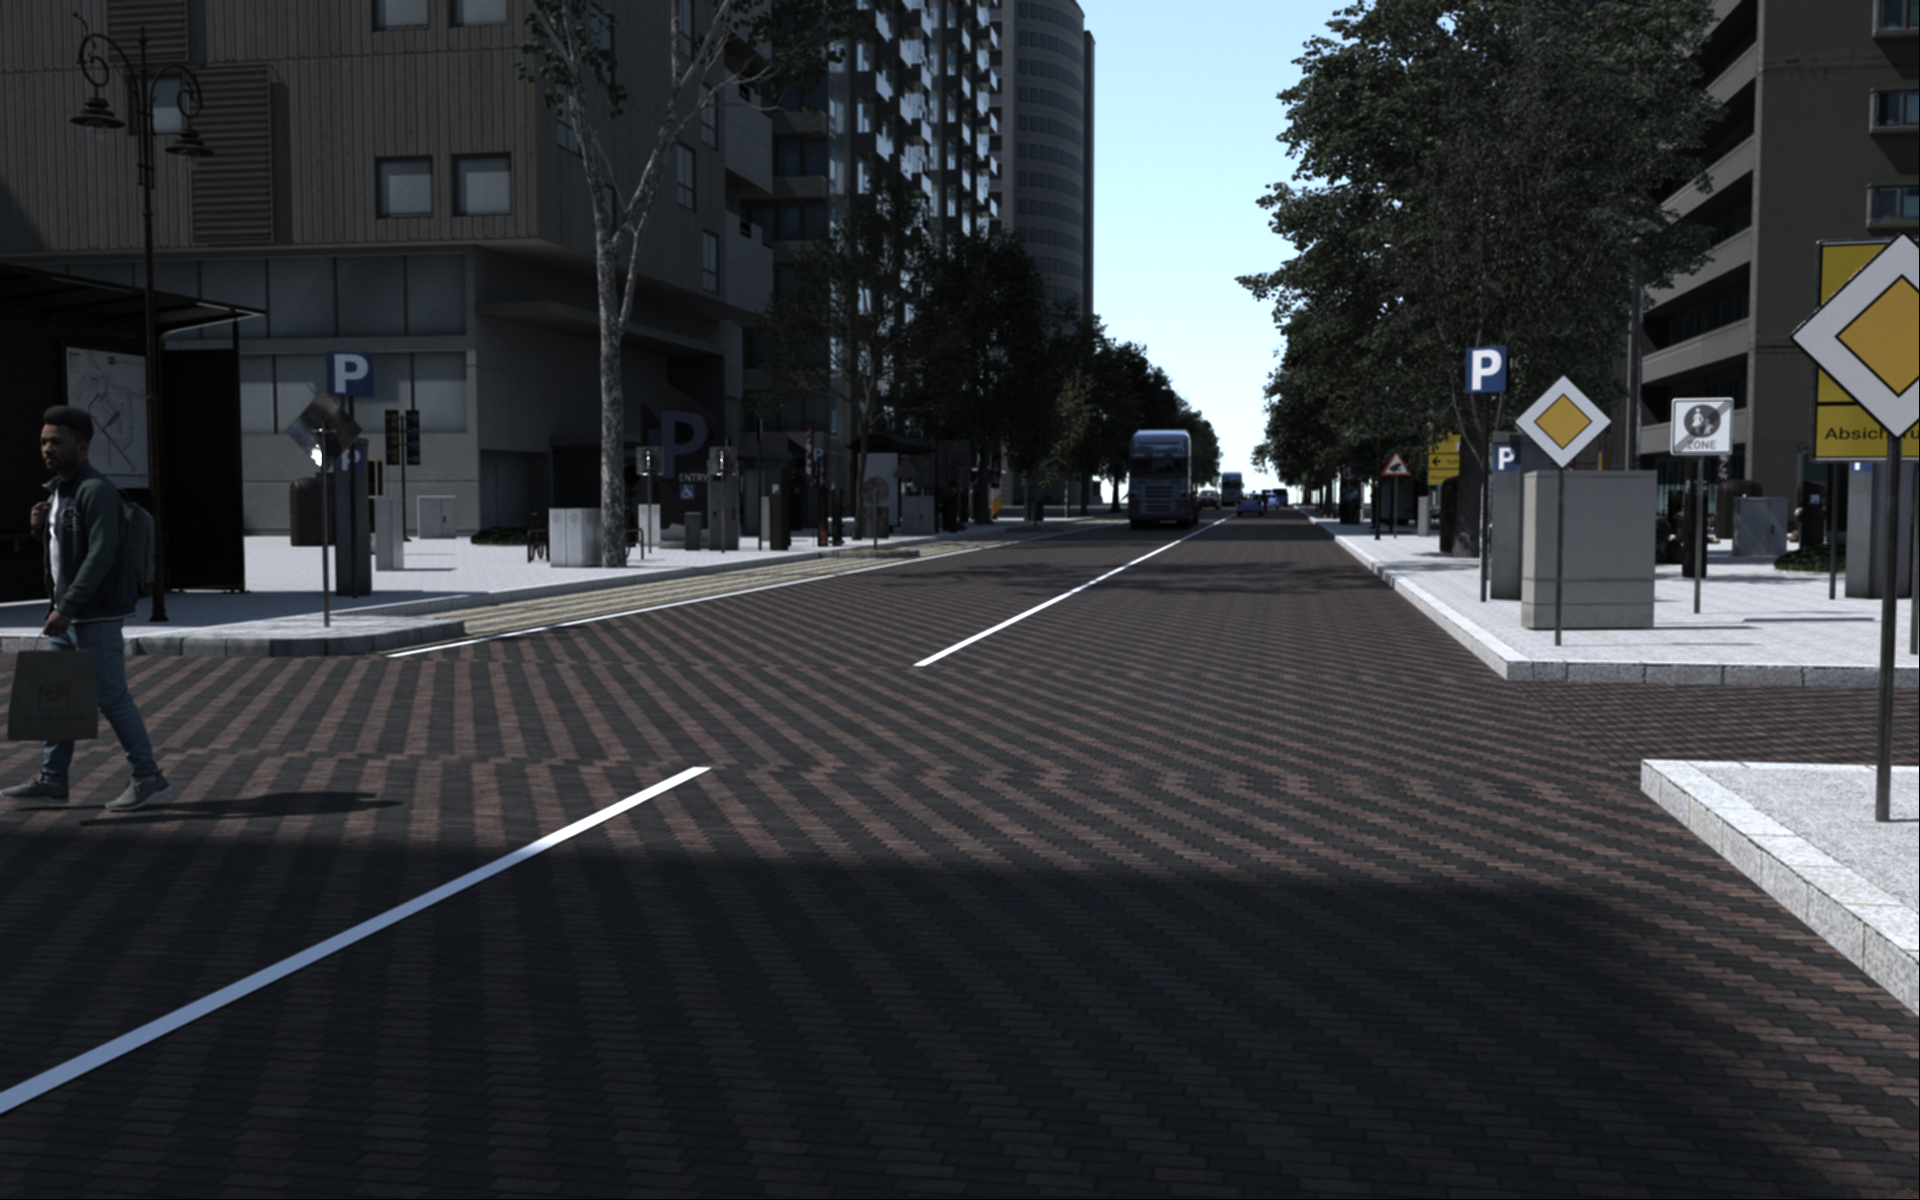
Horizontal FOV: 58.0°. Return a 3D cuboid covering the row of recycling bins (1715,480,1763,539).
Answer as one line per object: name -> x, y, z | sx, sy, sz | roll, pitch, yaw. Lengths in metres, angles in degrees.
row of recycling bins -> 22.752, -2.662, 50.643 | 1.069, 1.692, 3.534 | 2, 4, 32

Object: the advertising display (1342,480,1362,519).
advertising display -> 17.508, -4.419, 77.466 | 0.123, 1.923, 0.974 | -3, 5, -42

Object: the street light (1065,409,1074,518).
street light -> 5.808, -7.322, 92.510 | 0.468, 5.910, 1.993 | 1, 4, 10

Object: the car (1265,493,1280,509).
car -> 29.028, -9.346, 162.403 | 1.945, 1.707, 3.694 | 1, 4, 10

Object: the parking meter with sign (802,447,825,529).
parking meter with sign -> -5.605, -4.199, 64.917 | 0.543, 3.016, 1.738 | -2, 4, -24

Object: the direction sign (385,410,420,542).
direction sign -> -15.015, -3.347, 46.717 | 0.876, 3.537, 0.379 | -1, 4, -10

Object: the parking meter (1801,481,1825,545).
parking meter -> 16.106, -1.486, 32.706 | 0.372, 1.533, 0.369 | 0, 3, 0

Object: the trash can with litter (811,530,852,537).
trash can with litter -> -3.706, -2.549, 52.733 | 1.678, 1.210, 2.233 | -1, 4, -9

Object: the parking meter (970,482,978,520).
parking meter -> 0.682, -4.876, 85.441 | 0.255, 1.863, 0.399 | -2, 4, -27

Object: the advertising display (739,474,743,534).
advertising display -> -6.761, -3.064, 55.306 | 0.123, 1.923, 0.974 | -2, 4, -34

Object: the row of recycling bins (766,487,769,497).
row of recycling bins -> -11.164, -5.221, 92.483 | 1.069, 1.692, 3.534 | 1, 4, 20

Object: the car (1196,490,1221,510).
car -> 23.129, -9.313, 160.941 | 2.281, 1.827, 5.304 | 1, 4, 12

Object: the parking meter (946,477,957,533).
parking meter -> -0.225, -3.161, 57.395 | 0.255, 1.863, 0.399 | 0, 4, 3

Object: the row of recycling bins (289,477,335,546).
row of recycling bins -> -16.423, -2.260, 44.062 | 1.069, 1.692, 3.534 | -1, 4, -16

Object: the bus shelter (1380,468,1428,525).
bus shelter -> 17.692, -4.599, 69.113 | 2.014, 3.302, 5.546 | 1, 4, 10

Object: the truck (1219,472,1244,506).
truck -> 33.690, -13.648, 212.902 | 2.967, 4.110, 18.799 | 1, 4, 11

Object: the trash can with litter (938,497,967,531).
trash can with litter -> -0.267, -3.011, 60.613 | 0.624, 1.170, 1.055 | 3, 5, 42

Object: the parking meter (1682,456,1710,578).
parking meter -> 11.250, -1.270, 26.481 | 0.255, 1.863, 0.399 | 0, 4, 3

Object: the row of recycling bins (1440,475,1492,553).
row of recycling bins -> 11.961, -1.962, 39.196 | 3.534, 1.692, 1.069 | -3, 5, -44

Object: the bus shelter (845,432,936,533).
bus shelter -> -2.259, -3.976, 58.938 | 2.014, 3.302, 5.546 | 1, 4, 11

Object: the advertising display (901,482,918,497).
advertising display -> -2.700, -5.298, 91.829 | 0.974, 1.923, 0.123 | -1, 4, -18

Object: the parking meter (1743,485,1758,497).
parking meter -> 21.863, -2.418, 47.943 | 0.372, 1.533, 0.369 | 0, 3, 0

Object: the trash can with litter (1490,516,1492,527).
trash can with litter -> 7.758, -0.809, 24.615 | 0.624, 1.170, 1.055 | 0, 4, 7

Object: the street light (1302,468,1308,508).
street light -> 32.613, -11.612, 162.638 | 0.468, 5.910, 1.993 | 1, 4, 10

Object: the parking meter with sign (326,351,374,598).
parking meter with sign -> -7.720, -1.576, 22.030 | 0.543, 3.016, 1.738 | -1, 4, -19

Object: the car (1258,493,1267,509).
car -> 29.925, -10.015, 173.342 | 1.945, 1.707, 3.694 | 1, 4, 10

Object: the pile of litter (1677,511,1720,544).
pile of litter -> 19.136, -1.914, 45.266 | 1.176, 0.858, 1.719 | 0, 4, 1

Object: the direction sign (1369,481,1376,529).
direction sign -> 15.324, -4.401, 63.949 | 0.379, 3.537, 0.876 | 0, 4, 7

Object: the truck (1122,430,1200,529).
truck -> 9.380, -5.411, 78.233 | 2.967, 4.110, 18.799 | 1, 4, 9

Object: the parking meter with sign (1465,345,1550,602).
parking meter with sign -> 6.860, -1.518, 21.084 | 1.738, 3.016, 0.543 | -3, 5, -41

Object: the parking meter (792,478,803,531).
parking meter -> -5.715, -3.349, 60.465 | 0.399, 1.863, 0.255 | -2, 4, -28

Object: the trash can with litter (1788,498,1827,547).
trash can with litter -> 19.845, -1.785, 40.572 | 0.624, 1.170, 1.055 | 1, 4, 22

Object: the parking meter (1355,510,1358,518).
parking meter -> 19.873, -4.803, 86.941 | 0.372, 1.533, 0.369 | 0, 3, 0

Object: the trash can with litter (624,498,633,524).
trash can with litter -> -10.111, -2.393, 50.519 | 1.055, 1.170, 0.624 | -3, 5, -44

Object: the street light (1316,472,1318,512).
street light -> 25.357, -9.187, 122.991 | 0.468, 5.910, 1.993 | 1, 4, 10

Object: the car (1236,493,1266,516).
car -> 19.298, -6.450, 115.050 | 1.945, 1.707, 3.694 | 1, 4, 12

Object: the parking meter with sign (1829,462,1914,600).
parking meter with sign -> 11.363, -1.532, 21.317 | 1.738, 3.016, 0.543 | -2, 4, -24

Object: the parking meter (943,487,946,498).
parking meter -> -0.816, -4.696, 82.487 | 0.399, 1.863, 0.255 | 2, 4, 34

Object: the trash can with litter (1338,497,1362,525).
trash can with litter -> 16.493, -3.774, 73.093 | 0.624, 1.170, 1.055 | -3, 4, -39

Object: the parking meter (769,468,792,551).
parking meter -> -4.114, -2.053, 39.275 | 0.399, 1.863, 0.255 | 2, 4, 31

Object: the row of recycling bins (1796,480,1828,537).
row of recycling bins -> 26.347, -2.825, 53.302 | 1.069, 1.692, 3.534 | 1, 4, 20

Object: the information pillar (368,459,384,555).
information pillar -> -12.412, -1.969, 36.690 | 0.304, 2.012, 0.304 | 0, 4, 8

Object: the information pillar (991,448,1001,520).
information pillar -> 1.806, -5.831, 86.688 | 0.504, 3.616, 0.183 | -1, 4, -12

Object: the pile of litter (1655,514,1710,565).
pile of litter -> 12.581, -1.091, 31.797 | 1.719, 0.858, 1.176 | -1, 4, -16

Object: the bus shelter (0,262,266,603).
bus shelter -> -10.278, -1.720, 19.405 | 1.731, 3.624, 6.357 | 1, 4, 11

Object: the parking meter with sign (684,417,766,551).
parking meter with sign -> -5.376, -2.634, 39.319 | 1.738, 3.016, 0.543 | 0, 4, -2
